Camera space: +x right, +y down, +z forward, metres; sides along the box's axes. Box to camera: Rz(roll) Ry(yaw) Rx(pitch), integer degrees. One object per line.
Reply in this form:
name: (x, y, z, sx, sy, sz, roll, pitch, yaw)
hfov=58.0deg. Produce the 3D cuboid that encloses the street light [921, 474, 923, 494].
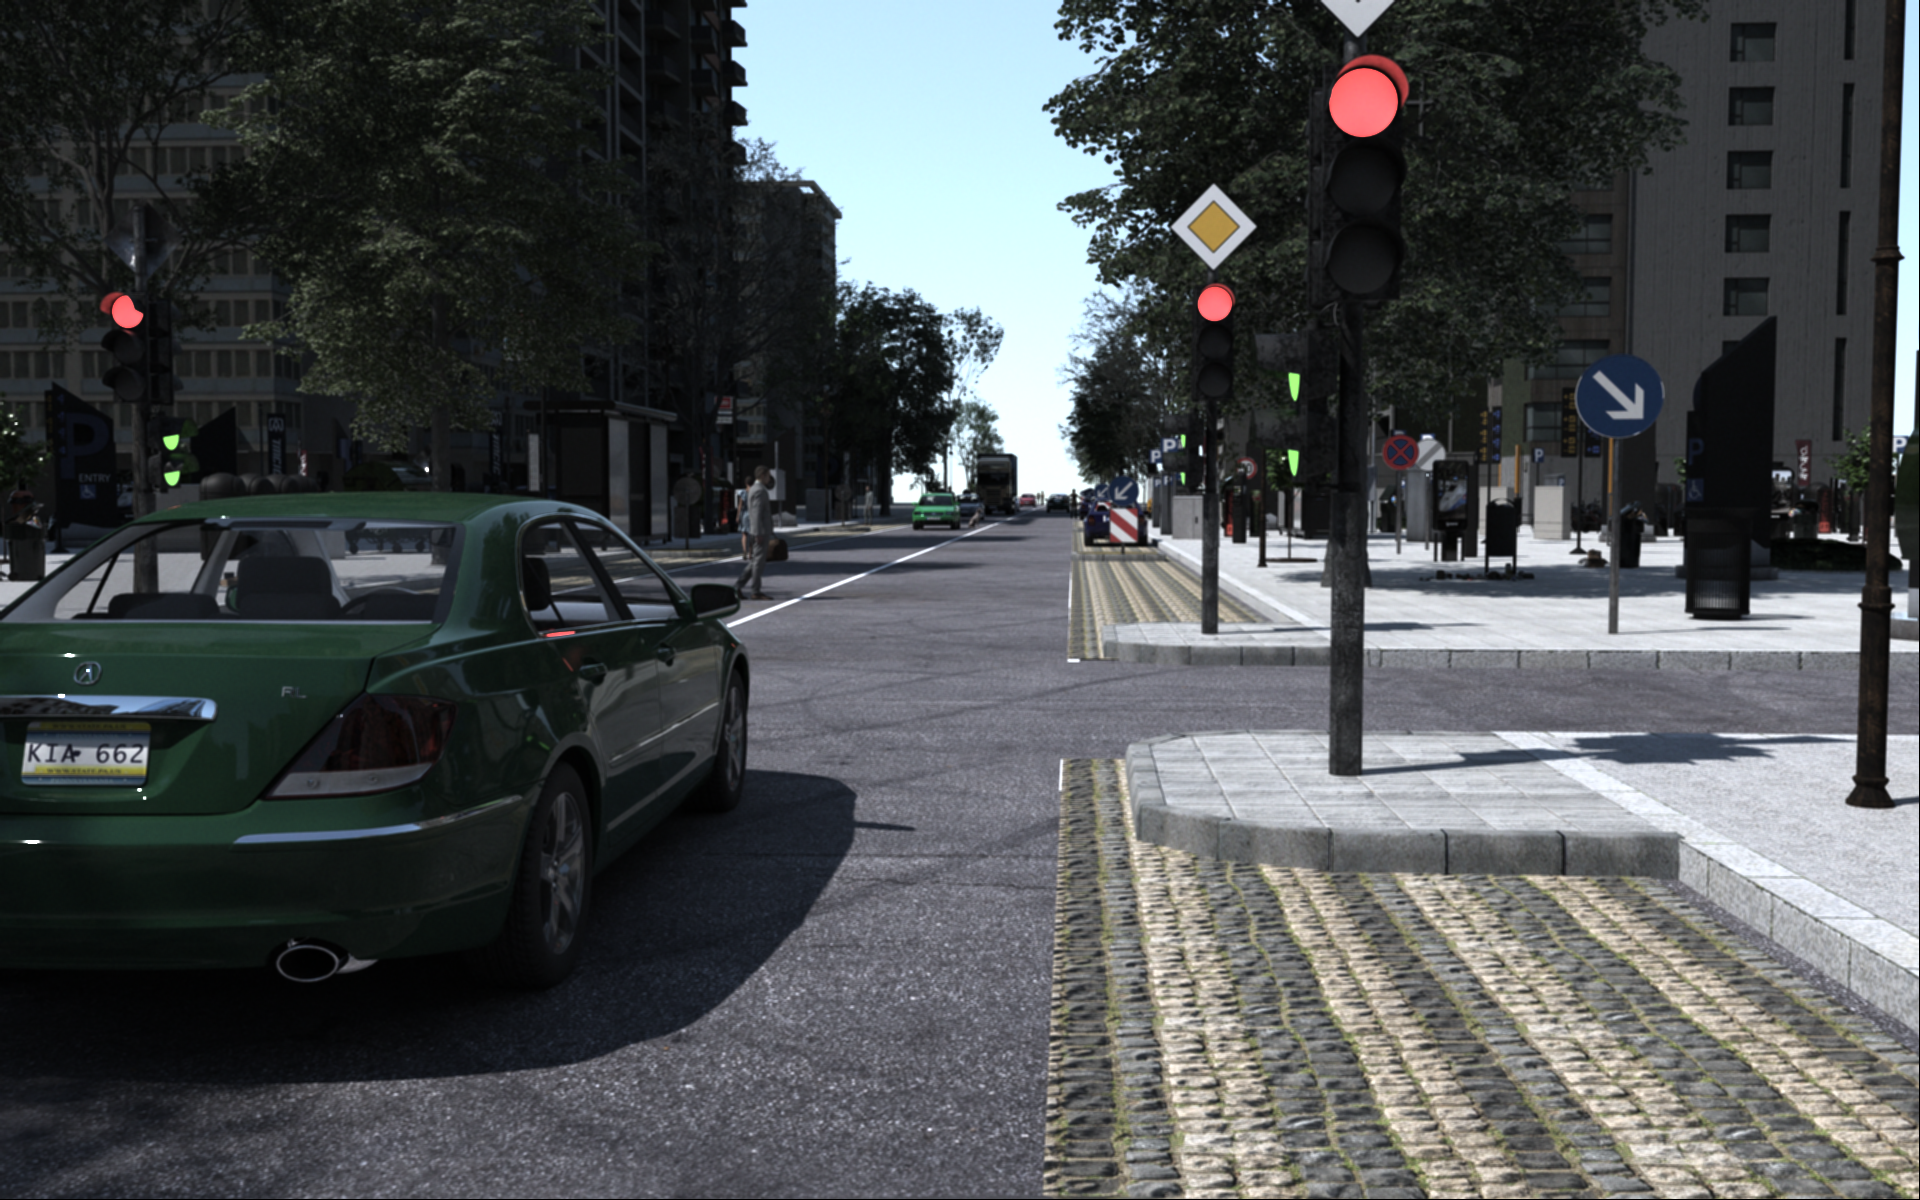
street light: (-2.703, -9.215, 123.456, 0.468, 5.910, 1.993, 0, 4, 4)

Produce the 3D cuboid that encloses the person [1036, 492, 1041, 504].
person: (11.152, -14.487, 246.178, 1.217, 1.723, 0.721, 0, 4, 7)

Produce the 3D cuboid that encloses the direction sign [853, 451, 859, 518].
direction sign: (-5.479, -6.063, 91.125, 0.379, 3.537, 0.876, 1, 4, 14)

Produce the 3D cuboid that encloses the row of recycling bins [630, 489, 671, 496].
row of recycling bins: (-11.074, -3.292, 60.938, 1.069, 1.692, 3.534, 1, 4, 9)

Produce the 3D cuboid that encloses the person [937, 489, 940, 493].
person: (-1.363, -5.963, 106.544, 0.990, 1.755, 0.434, -3, 5, -43)

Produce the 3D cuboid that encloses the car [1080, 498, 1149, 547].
car: (4.316, -2.184, 48.293, 1.945, 1.354, 3.894, 0, 4, 4)

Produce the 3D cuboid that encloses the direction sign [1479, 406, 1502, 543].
direction sign: (13.741, -3.239, 44.959, 0.379, 3.537, 0.876, -1, 4, -19)

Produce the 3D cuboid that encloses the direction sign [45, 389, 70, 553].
direction sign: (-19.629, -2.793, 37.665, 0.876, 3.537, 0.379, 3, 4, 37)

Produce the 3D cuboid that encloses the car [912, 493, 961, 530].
car: (-0.934, -3.762, 70.297, 1.959, 1.807, 4.718, 0, 4, 3)

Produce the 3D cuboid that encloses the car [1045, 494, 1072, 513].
car: (7.639, -7.501, 134.446, 2.131, 1.459, 4.920, 0, 4, 3)

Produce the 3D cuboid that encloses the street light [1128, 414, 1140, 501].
street light: (9.192, -7.187, 90.295, 0.468, 5.910, 1.993, 0, 4, 4)

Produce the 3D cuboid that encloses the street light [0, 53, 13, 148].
street light: (-9.836, -2.693, 16.819, 0.468, 5.910, 1.993, 0, 4, 4)

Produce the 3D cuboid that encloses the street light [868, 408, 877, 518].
street light: (-4.763, -7.365, 93.208, 0.468, 5.910, 1.993, 0, 4, 4)

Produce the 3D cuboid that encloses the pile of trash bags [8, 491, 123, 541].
pile of trash bags: (-23.984, -2.267, 46.811, 1.912, 1.369, 3.447, 2, 4, 28)

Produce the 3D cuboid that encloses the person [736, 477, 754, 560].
person: (-4.535, -1.770, 37.530, 0.616, 1.811, 0.778, 0, 4, -2)

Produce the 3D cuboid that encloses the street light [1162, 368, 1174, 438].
street light: (7.215, -5.327, 59.882, 0.468, 5.910, 1.993, 0, 4, 4)

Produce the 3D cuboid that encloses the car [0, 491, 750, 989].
car: (-1.985, 0.325, 6.483, 2.131, 1.459, 4.920, 0, 4, 3)

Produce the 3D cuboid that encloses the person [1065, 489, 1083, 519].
person: (6.651, -5.595, 100.692, 1.217, 1.735, 0.721, 1, 4, 23)

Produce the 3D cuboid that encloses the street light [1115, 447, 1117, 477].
street light: (12.413, -10.046, 137.037, 0.468, 5.910, 1.993, 0, 4, 4)

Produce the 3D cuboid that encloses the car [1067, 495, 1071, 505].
car: (13.108, -12.690, 219.845, 2.083, 1.381, 4.827, 0, 4, 5)

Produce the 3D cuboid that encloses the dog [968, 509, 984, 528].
dog: (0.579, -3.477, 73.679, 0.513, 0.831, 0.800, -3, 4, -38)

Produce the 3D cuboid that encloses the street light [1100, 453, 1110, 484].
street light: (15.926, -13.287, 190.036, 0.468, 5.910, 1.993, 0, 4, 4)

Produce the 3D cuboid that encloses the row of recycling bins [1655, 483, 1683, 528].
row of recycling bins: (26.557, -3.570, 65.484, 1.069, 1.692, 3.534, 2, 4, 33)

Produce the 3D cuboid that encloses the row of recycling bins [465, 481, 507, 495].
row of recycling bins: (-15.492, -2.928, 54.982, 3.534, 1.692, 1.069, 3, 4, 38)

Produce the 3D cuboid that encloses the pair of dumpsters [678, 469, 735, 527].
pair of dumpsters: (-9.838, -3.933, 66.803, 1.574, 2.255, 4.437, 0, 4, 4)

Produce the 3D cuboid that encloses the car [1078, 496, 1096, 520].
car: (7.553, -5.156, 96.882, 1.945, 1.354, 3.894, 0, 4, 4)

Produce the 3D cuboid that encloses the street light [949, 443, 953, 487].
street light: (-0.781, -11.024, 153.029, 0.468, 5.910, 1.993, 0, 4, 4)

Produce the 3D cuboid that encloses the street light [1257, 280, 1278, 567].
street light: (5.323, -3.518, 30.307, 0.468, 5.910, 1.993, 0, 4, 4)

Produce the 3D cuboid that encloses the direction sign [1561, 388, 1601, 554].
direction sign: (13.235, -2.749, 36.950, 0.876, 3.537, 0.379, 0, 4, -6)

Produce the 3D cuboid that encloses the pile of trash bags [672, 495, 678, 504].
pile of trash bags: (-13.318, -4.132, 77.306, 1.912, 1.369, 3.447, 0, 4, 1)

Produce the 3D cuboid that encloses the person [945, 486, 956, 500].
person: (-0.509, -4.614, 84.038, 0.694, 1.812, 0.767, -1, 4, -20)

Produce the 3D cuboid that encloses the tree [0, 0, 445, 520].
tree: (-10.436, -5.378, 22.342, 8.767, 10.594, 7.601, 1, 4, 8)

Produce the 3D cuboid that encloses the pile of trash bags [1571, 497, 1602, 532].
pile of trash bags: (21.332, -3.121, 60.788, 1.912, 1.369, 3.447, 0, 4, -1)

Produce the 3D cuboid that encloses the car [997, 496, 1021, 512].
car: (4.010, -7.985, 142.919, 2.083, 1.381, 4.827, 0, 4, 2)

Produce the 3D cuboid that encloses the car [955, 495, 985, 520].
car: (0.395, -5.142, 96.075, 2.014, 1.417, 4.499, 0, 4, 5)

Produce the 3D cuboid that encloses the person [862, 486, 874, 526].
person: (-4.123, -4.256, 78.187, 0.391, 1.810, 0.635, -3, 5, -41)

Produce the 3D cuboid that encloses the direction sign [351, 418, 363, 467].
direction sign: (-17.961, -3.647, 51.631, 0.379, 3.537, 0.876, -3, 4, -37)

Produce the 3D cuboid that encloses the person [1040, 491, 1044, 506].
person: (10.080, -12.480, 212.560, 0.705, 1.823, 1.348, -1, 4, -19)

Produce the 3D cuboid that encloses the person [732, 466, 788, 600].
person: (-2.694, -0.903, 23.385, 0.853, 1.813, 0.709, -1, 4, -18)

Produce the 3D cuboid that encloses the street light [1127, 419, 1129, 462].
street light: (10.386, -8.196, 106.793, 0.468, 5.910, 1.993, 0, 4, 4)

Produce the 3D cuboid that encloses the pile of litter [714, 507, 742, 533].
pile of litter: (-7.751, -2.659, 57.440, 1.176, 0.858, 1.719, 0, 4, -8)

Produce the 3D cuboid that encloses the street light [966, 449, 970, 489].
street light: (0.771, -12.439, 176.169, 0.468, 5.910, 1.993, 0, 4, 4)

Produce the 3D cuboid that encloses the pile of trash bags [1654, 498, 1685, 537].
pile of trash bags: (22.169, -2.598, 52.236, 3.447, 1.369, 1.912, 2, 4, 28)

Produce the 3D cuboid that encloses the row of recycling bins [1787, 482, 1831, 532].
row of recycling bins: (27.898, -3.194, 59.340, 3.534, 1.692, 1.069, 1, 4, 20)

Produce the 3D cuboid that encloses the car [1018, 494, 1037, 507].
car: (7.610, -11.322, 194.158, 2.155, 1.783, 4.494, 0, 4, 5)

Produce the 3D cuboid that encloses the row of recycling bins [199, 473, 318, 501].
row of recycling bins: (-14.086, -1.709, 35.062, 1.069, 1.692, 3.534, 1, 4, 9)
